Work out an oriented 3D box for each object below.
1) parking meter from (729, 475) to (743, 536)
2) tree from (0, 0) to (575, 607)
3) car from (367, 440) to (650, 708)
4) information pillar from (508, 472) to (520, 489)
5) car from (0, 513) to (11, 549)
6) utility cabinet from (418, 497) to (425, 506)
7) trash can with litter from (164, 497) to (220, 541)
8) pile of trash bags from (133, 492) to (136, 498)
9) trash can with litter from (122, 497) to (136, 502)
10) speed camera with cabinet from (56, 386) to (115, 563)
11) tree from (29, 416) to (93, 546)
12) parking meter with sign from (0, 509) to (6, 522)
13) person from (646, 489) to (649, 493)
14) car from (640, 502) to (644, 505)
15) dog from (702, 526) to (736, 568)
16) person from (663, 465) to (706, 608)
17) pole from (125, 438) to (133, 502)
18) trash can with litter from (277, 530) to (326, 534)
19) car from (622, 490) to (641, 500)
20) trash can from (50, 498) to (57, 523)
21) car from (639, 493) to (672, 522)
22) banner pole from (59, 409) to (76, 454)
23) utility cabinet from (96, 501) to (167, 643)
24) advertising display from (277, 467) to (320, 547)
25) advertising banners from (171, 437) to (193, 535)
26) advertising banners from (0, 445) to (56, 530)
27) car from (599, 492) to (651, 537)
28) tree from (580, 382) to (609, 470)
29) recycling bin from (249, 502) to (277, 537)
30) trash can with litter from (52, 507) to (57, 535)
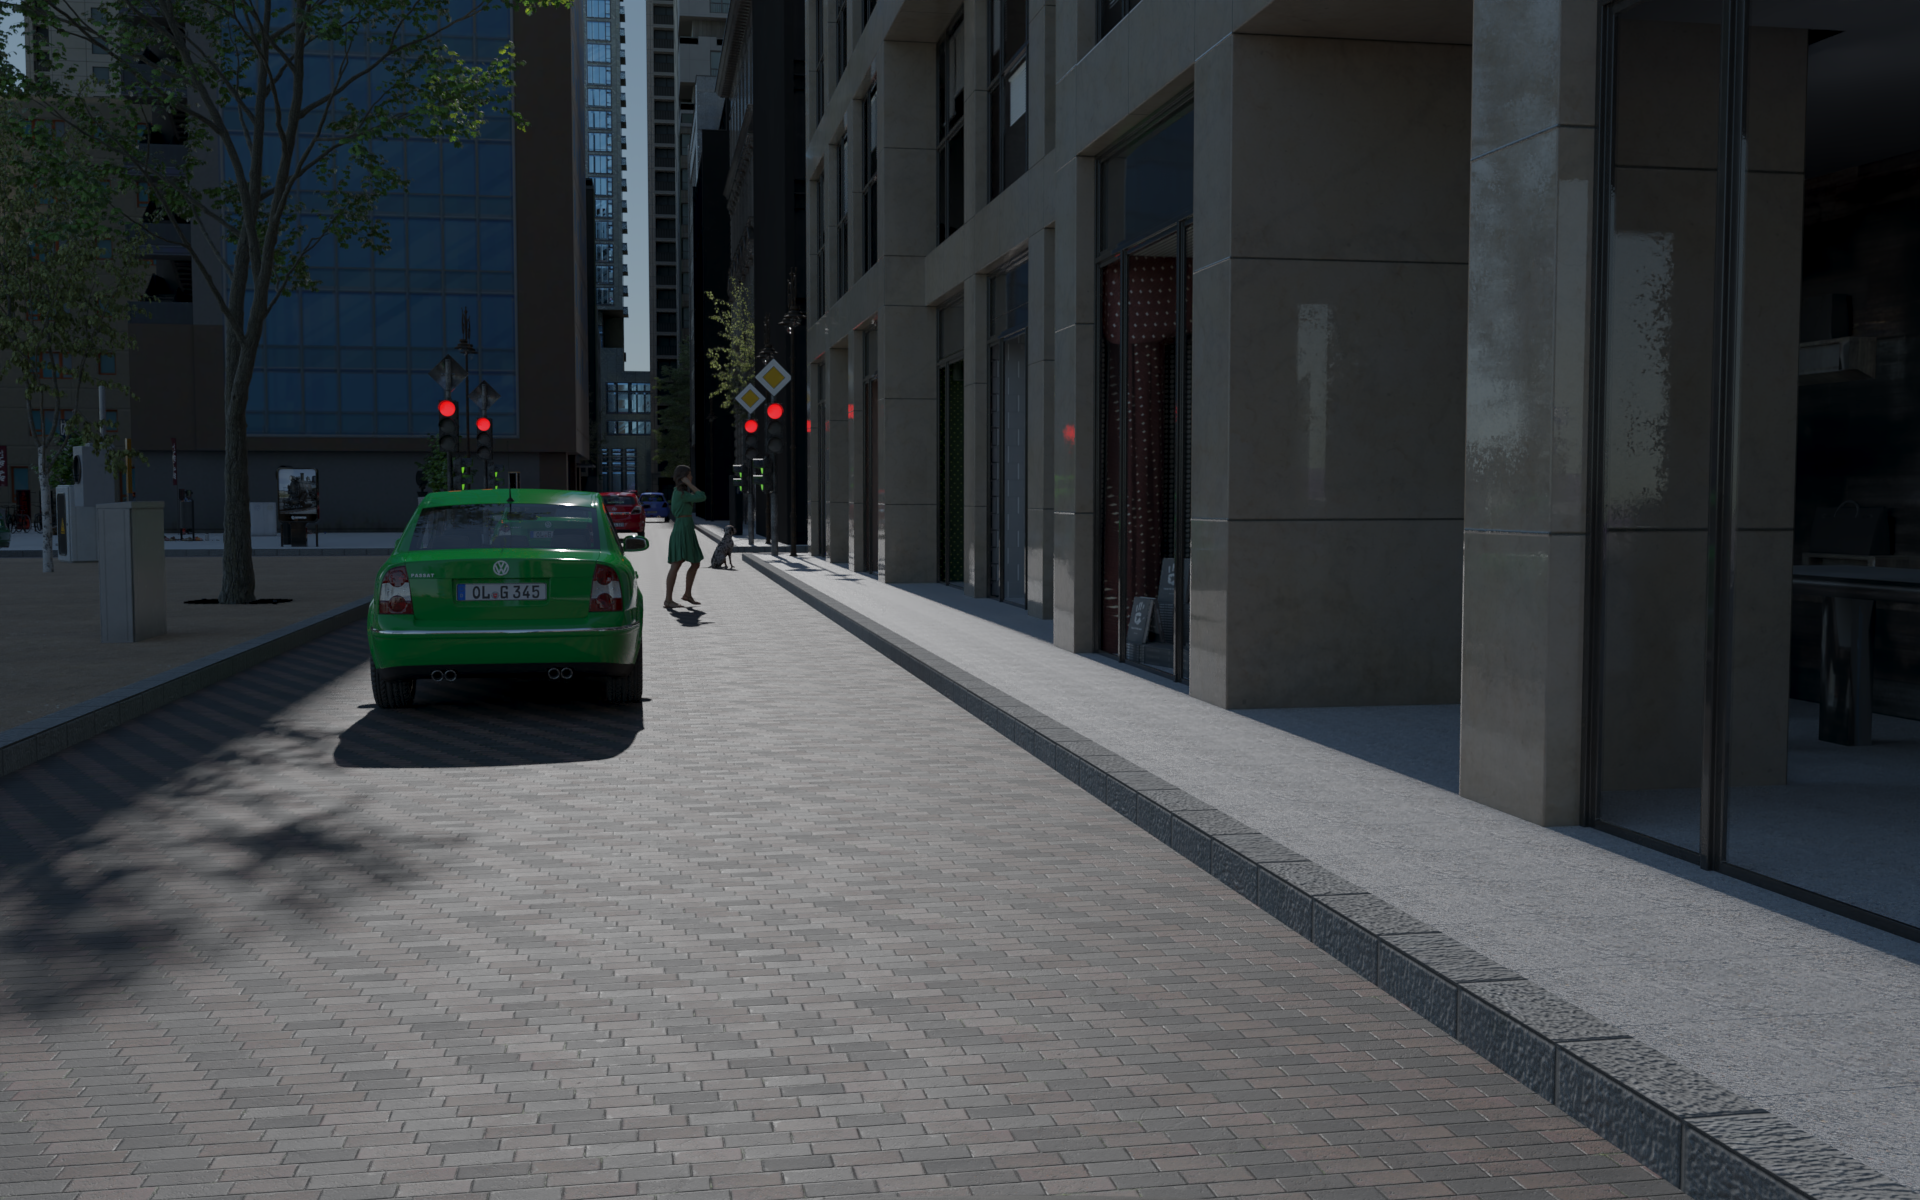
[{"bbox_3d":[-6.925,-2.930,53.611,0.255,1.863,0.399,3,4,37],"label":"parking meter"},{"bbox_3d":[-8.313,-5.766,20.035,9.928,11.665,9.643,0,3,0],"label":"tree"},{"bbox_3d":[-3.325,-0.262,13.086,1.959,1.807,4.718,-1,4,-11],"label":"car"},{"bbox_3d":[-14.755,-3.236,57.394,0.304,2.012,0.304,0,4,6],"label":"information pillar"},{"bbox_3d":[-22.989,-1.533,36.866,4.920,1.459,2.131,-1,4,-10],"label":"car"},{"bbox_3d":[-13.521,-2.032,44.385,0.306,1.237,1.020,1,4,9],"label":"utility cabinet"},{"bbox_3d":[-21.407,-2.235,47.597,2.233,1.210,1.678,2,4,29],"label":"trash can with litter"},{"bbox_3d":[-36.493,-3.900,73.521,3.447,1.369,1.912,-3,4,-37],"label":"pile of trash bags"},{"bbox_3d":[-32.756,-3.478,68.260,0.624,1.170,1.055,0,4,-4],"label":"trash can with litter"},{"bbox_3d":[-16.264,-2.314,32.165,0.660,3.252,2.038,-3,5,-39],"label":"speed camera with cabinet"},{"bbox_3d":[-22.036,-2.974,43.222,1.663,3.219,1.824,0,3,0],"label":"tree"},{"bbox_3d":[-29.193,-3.393,51.737,1.738,3.016,0.543,2,4,30],"label":"parking meter with sign"},{"bbox_3d":[-26.486,-8.462,146.833,0.705,1.826,1.348,2,4,24],"label":"person"},{"bbox_3d":[-15.660,-4.162,79.845,2.131,1.459,4.920,-1,4,-11],"label":"car"},{"bbox_3d":[-4.727,-1.027,33.632,0.800,0.831,0.513,-1,4,-12],"label":"dog"},{"bbox_3d":[-3.523,-0.806,21.932,0.529,1.795,0.600,-2,4,-25],"label":"person"},{"bbox_3d":[-30.492,-4.265,63.576,0.158,3.312,0.155,0,3,0],"label":"pole"},{"bbox_3d":[-21.224,-2.720,55.521,1.678,1.210,2.233,-1,4,-9],"label":"trash can with litter"},{"bbox_3d":[-31.981,-9.740,167.917,2.281,1.827,5.304,-1,4,-8],"label":"car"},{"bbox_3d":[-32.233,-3.065,61.764,0.748,1.137,0.748,0,3,0],"label":"trash can"},{"bbox_3d":[-15.815,-4.864,89.119,1.945,1.707,3.694,-1,4,-9],"label":"car"},{"bbox_3d":[-26.224,-3.735,51.090,0.401,3.779,0.863,1,4,14],"label":"banner pole"},{"bbox_3d":[-7.357,-0.259,15.393,0.306,1.237,1.020,-1,4,-10],"label":"utility cabinet"},{"bbox_3d":[-16.059,-2.253,42.049,0.974,1.923,0.123,0,4,0],"label":"advertising display"},{"bbox_3d":[-24.481,-3.566,54.495,0.090,3.025,2.074,-1,4,-8],"label":"advertising banners"},{"bbox_3d":[-33.826,-4.061,62.579,2.074,3.025,0.090,-3,5,-43],"label":"advertising banners"},{"bbox_3d":[-10.795,-2.772,54.367,2.155,1.783,4.494,-1,4,-10],"label":"car"},{"bbox_3d":[-24.823,-9.858,111.542,4.360,8.622,3.978,0,3,0],"label":"tree"},{"bbox_3d":[-21.250,-2.457,52.733,0.722,1.027,0.722,-2,4,-30],"label":"recycling bin"},{"bbox_3d":[-27.936,-2.590,53.733,1.055,1.170,0.624,0,4,4],"label":"trash can with litter"}]
